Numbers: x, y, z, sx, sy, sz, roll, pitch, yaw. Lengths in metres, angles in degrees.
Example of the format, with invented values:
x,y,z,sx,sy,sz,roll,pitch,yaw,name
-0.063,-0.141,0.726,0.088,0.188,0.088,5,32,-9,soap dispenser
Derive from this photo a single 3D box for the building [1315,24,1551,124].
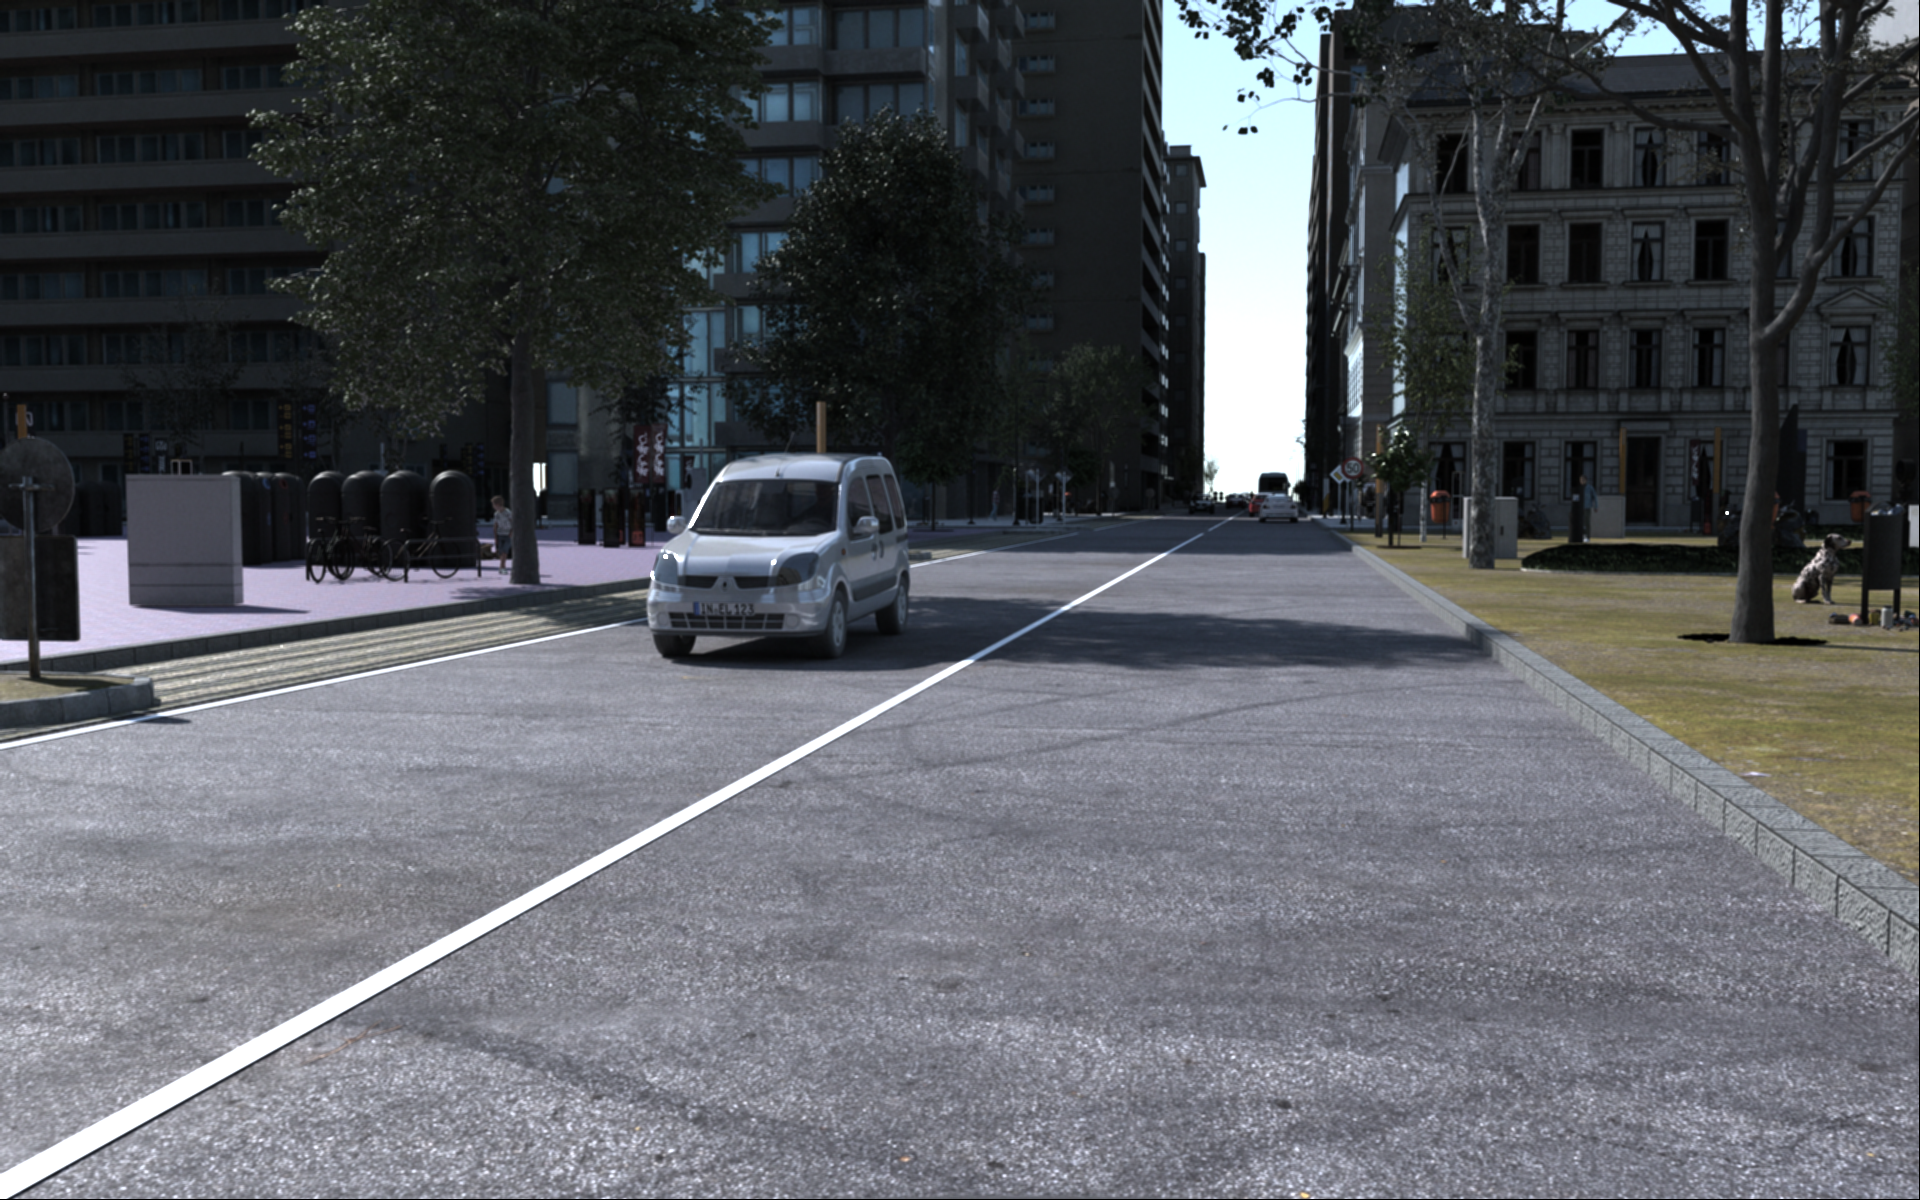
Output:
x,y,z,sx,sy,sz,roll,pitch,yaw,name
46.655,-33.688,174.503,21.300,48.544,21.600,1,4,10,building

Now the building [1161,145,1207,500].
x,y,z,sx,sy,sz,roll,pitch,yaw,name
22.858,-41.426,266.560,28.713,52.752,27.495,1,4,10,building

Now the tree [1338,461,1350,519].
x,y,z,sx,sy,sz,roll,pitch,yaw,name
19.948,-5.698,87.762,1.663,3.219,1.824,0,3,0,tree

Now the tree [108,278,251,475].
x,y,z,sx,sy,sz,roll,pitch,yaw,name
-25.908,-6.604,58.340,4.360,8.622,3.978,0,3,0,tree

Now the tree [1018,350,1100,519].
x,y,z,sx,sy,sz,roll,pitch,yaw,name
5.089,-8.407,87.811,4.360,8.622,3.978,0,3,0,tree

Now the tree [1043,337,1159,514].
x,y,z,sx,sy,sz,roll,pitch,yaw,name
9.278,-11.500,113.778,9.928,11.665,9.643,0,3,0,tree

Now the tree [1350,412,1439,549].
x,y,z,sx,sy,sz,roll,pitch,yaw,name
10.516,-2.832,40.898,1.663,3.219,1.824,0,3,0,tree

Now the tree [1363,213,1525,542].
x,y,z,sx,sy,sz,roll,pitch,yaw,name
12.705,-5.875,46.419,4.737,8.622,4.395,0,3,0,tree

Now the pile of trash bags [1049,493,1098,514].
x,y,z,sx,sy,sz,roll,pitch,yaw,name
7.428,-6.148,110.270,1.912,1.369,3.447,-1,4,-21,pile of trash bags

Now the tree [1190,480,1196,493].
x,y,z,sx,sy,sz,roll,pitch,yaw,name
27.655,-13.215,210.664,1.663,3.219,1.824,0,3,0,tree

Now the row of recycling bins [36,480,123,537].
x,y,z,sx,sy,sz,roll,pitch,yaw,name
-26.638,-2.753,52.121,1.069,1.692,3.534,1,4,16,row of recycling bins

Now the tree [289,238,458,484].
x,y,z,sx,sy,sz,roll,pitch,yaw,name
-15.742,-5.948,47.617,4.360,8.622,3.978,0,3,0,tree

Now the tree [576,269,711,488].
x,y,z,sx,sy,sz,roll,pitch,yaw,name
-10.260,-6.384,54.744,4.360,8.622,3.978,0,3,0,tree

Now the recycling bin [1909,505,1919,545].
x,y,z,sx,sy,sz,roll,pitch,yaw,name
22.253,-1.656,39.633,0.722,1.027,0.722,-2,4,-25,recycling bin

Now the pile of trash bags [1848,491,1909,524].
x,y,z,sx,sy,sz,roll,pitch,yaw,name
27.862,-2.502,50.664,3.447,1.369,1.912,1,4,12,pile of trash bags

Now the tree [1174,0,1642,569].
x,y,z,sx,sy,sz,roll,pitch,yaw,name
9.845,-10.675,30.428,12.611,20.169,13.585,0,3,0,tree

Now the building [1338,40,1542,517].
x,y,z,sx,sy,sz,roll,pitch,yaw,name
30.559,-19.585,106.113,13.634,28.700,20.117,1,4,10,building

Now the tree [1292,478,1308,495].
x,y,z,sx,sy,sz,roll,pitch,yaw,name
39.521,-12.636,201.206,1.663,3.219,1.824,0,3,0,tree

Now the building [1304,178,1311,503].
x,y,z,sx,sy,sz,roll,pitch,yaw,name
57.954,-37.286,233.327,21.300,48.544,21.600,1,4,10,building

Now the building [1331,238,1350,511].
x,y,z,sx,sy,sz,roll,pitch,yaw,name
34.595,-17.532,128.450,13.314,21.916,24.055,1,4,10,building

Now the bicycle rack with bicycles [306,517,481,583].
x,y,z,sx,sy,sz,roll,pitch,yaw,name
-8.735,-0.779,26.113,2.852,0.926,2.925,1,4,21,bicycle rack with bicycles

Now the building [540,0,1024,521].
x,y,z,sx,sy,sz,roll,pitch,yaw,name
-8.602,-29.124,95.779,23.786,49.044,30.456,1,4,10,building

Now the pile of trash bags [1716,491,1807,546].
x,y,z,sx,sy,sz,roll,pitch,yaw,name
17.852,-1.756,38.455,1.912,1.369,3.447,2,4,28,pile of trash bags

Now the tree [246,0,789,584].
x,y,z,sx,sy,sz,roll,pitch,yaw,name
-5.817,-6.494,24.307,7.486,12.596,7.792,0,3,0,tree

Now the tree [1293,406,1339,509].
x,y,z,sx,sy,sz,roll,pitch,yaw,name
29.900,-11.861,144.292,4.360,8.622,3.978,0,3,0,tree

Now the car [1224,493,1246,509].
x,y,z,sx,sy,sz,roll,pitch,yaw,name
26.885,-9.792,169.140,2.155,1.783,4.494,1,4,9,car

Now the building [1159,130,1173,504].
x,y,z,sx,sy,sz,roll,pitch,yaw,name
12.755,-35.689,203.125,23.786,49.044,30.456,1,4,10,building

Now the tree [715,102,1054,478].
x,y,z,sx,sy,sz,roll,pitch,yaw,name
-2.088,-8.185,50.832,9.611,12.733,9.660,0,3,0,tree

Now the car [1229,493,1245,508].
x,y,z,sx,sy,sz,roll,pitch,yaw,name
27.901,-10.107,174.835,1.945,1.707,3.694,1,4,12,car

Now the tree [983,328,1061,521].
x,y,z,sx,sy,sz,roll,pitch,yaw,name
2.216,-7.691,76.116,4.737,8.622,4.395,0,3,0,tree

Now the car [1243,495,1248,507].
x,y,z,sx,sy,sz,roll,pitch,yaw,name
30.472,-10.795,189.072,1.945,1.354,3.894,1,4,9,car

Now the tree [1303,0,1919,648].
x,y,z,sx,sy,sz,roll,pitch,yaw,name
6.965,-6.368,14.486,12.009,13.543,11.850,0,3,0,tree

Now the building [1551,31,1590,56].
x,y,z,sx,sy,sz,roll,pitch,yaw,name
55.263,-37.216,197.715,28.713,52.752,27.495,1,4,10,building

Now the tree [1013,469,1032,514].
x,y,z,sx,sy,sz,roll,pitch,yaw,name
3.719,-7.227,112.762,1.663,3.219,1.824,0,3,0,tree

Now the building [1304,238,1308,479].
x,y,z,sx,sy,sz,roll,pitch,yaw,name
67.420,-40.435,280.712,23.786,49.044,30.456,1,4,10,building

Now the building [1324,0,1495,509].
x,y,z,sx,sy,sz,roll,pitch,yaw,name
40.572,-31.036,157.545,14.600,45.320,14.200,1,4,10,building

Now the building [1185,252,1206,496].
x,y,z,sx,sy,sz,roll,pitch,yaw,name
33.121,-36.853,286.141,14.154,41.232,14.086,1,4,10,building

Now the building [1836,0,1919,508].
x,y,z,sx,sy,sz,roll,pitch,yaw,name
49.528,-16.608,68.806,25.104,27.353,12.463,1,4,10,building

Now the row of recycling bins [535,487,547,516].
x,y,z,sx,sy,sz,roll,pitch,yaw,name
-25.746,-5.806,102.037,3.534,1.692,1.069,-1,4,-9,row of recycling bins

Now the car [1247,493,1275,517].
x,y,z,sx,sy,sz,roll,pitch,yaw,name
18.947,-6.038,107.766,2.155,1.783,4.494,1,4,11,car

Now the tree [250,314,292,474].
x,y,z,sx,sy,sz,roll,pitch,yaw,name
-20.789,-6.546,57.398,4.360,8.622,3.978,0,3,0,tree

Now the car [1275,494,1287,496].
x,y,z,sx,sy,sz,roll,pitch,yaw,name
23.454,-7.194,127.403,2.009,1.686,4.222,1,4,11,car

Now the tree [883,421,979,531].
x,y,z,sx,sy,sz,roll,pitch,yaw,name
-1.010,-4.662,59.936,4.285,4.588,4.351,0,3,0,tree

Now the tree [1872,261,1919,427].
x,y,z,sx,sy,sz,roll,pitch,yaw,name
30.614,-6.359,54.335,4.737,8.622,4.395,0,3,0,tree

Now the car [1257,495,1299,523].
x,y,z,sx,sy,sz,roll,pitch,yaw,name
16.087,-4.598,87.546,2.083,1.381,4.827,1,4,8,car

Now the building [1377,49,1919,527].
x,y,z,sx,sy,sz,roll,pitch,yaw,name
27.240,-12.627,71.087,19.286,19.102,10.561,1,4,10,building

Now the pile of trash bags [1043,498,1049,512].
x,y,z,sx,sy,sz,roll,pitch,yaw,name
6.349,-6.787,120.714,1.912,1.369,3.447,0,4,-6,pile of trash bags

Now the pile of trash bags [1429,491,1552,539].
x,y,z,sx,sy,sz,roll,pitch,yaw,name
15.115,-2.450,49.805,3.447,1.369,1.912,-1,4,-12,pile of trash bags

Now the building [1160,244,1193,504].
x,y,z,sx,sy,sz,roll,pitch,yaw,name
16.251,-33.648,242.025,32.217,40.220,23.993,1,4,10,building

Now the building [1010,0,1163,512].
x,y,z,sx,sy,sz,roll,pitch,yaw,name
4.150,-31.179,133.478,21.300,48.544,21.600,1,4,10,building

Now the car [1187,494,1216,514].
x,y,z,sx,sy,sz,roll,pitch,yaw,name
17.274,-6.967,123.704,2.009,1.686,4.222,1,4,10,car

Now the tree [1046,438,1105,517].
x,y,z,sx,sy,sz,roll,pitch,yaw,name
6.558,-7.033,98.702,4.285,4.588,4.351,0,3,0,tree

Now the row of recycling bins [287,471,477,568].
x,y,z,sx,sy,sz,roll,pitch,yaw,name
-10.166,-1.455,30.908,3.534,1.692,1.069,1,4,22,row of recycling bins

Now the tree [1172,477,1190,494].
x,y,z,sx,sy,sz,roll,pitch,yaw,name
25.262,-12.598,200.576,1.663,3.219,1.824,0,3,0,tree

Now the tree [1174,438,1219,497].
x,y,z,sx,sy,sz,roll,pitch,yaw,name
29.388,-16.500,220.133,4.737,8.622,4.395,0,3,0,tree

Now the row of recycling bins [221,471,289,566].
x,y,z,sx,sy,sz,roll,pitch,yaw,name
-13.185,-1.554,32.528,1.069,1.692,3.534,0,4,-4,row of recycling bins
